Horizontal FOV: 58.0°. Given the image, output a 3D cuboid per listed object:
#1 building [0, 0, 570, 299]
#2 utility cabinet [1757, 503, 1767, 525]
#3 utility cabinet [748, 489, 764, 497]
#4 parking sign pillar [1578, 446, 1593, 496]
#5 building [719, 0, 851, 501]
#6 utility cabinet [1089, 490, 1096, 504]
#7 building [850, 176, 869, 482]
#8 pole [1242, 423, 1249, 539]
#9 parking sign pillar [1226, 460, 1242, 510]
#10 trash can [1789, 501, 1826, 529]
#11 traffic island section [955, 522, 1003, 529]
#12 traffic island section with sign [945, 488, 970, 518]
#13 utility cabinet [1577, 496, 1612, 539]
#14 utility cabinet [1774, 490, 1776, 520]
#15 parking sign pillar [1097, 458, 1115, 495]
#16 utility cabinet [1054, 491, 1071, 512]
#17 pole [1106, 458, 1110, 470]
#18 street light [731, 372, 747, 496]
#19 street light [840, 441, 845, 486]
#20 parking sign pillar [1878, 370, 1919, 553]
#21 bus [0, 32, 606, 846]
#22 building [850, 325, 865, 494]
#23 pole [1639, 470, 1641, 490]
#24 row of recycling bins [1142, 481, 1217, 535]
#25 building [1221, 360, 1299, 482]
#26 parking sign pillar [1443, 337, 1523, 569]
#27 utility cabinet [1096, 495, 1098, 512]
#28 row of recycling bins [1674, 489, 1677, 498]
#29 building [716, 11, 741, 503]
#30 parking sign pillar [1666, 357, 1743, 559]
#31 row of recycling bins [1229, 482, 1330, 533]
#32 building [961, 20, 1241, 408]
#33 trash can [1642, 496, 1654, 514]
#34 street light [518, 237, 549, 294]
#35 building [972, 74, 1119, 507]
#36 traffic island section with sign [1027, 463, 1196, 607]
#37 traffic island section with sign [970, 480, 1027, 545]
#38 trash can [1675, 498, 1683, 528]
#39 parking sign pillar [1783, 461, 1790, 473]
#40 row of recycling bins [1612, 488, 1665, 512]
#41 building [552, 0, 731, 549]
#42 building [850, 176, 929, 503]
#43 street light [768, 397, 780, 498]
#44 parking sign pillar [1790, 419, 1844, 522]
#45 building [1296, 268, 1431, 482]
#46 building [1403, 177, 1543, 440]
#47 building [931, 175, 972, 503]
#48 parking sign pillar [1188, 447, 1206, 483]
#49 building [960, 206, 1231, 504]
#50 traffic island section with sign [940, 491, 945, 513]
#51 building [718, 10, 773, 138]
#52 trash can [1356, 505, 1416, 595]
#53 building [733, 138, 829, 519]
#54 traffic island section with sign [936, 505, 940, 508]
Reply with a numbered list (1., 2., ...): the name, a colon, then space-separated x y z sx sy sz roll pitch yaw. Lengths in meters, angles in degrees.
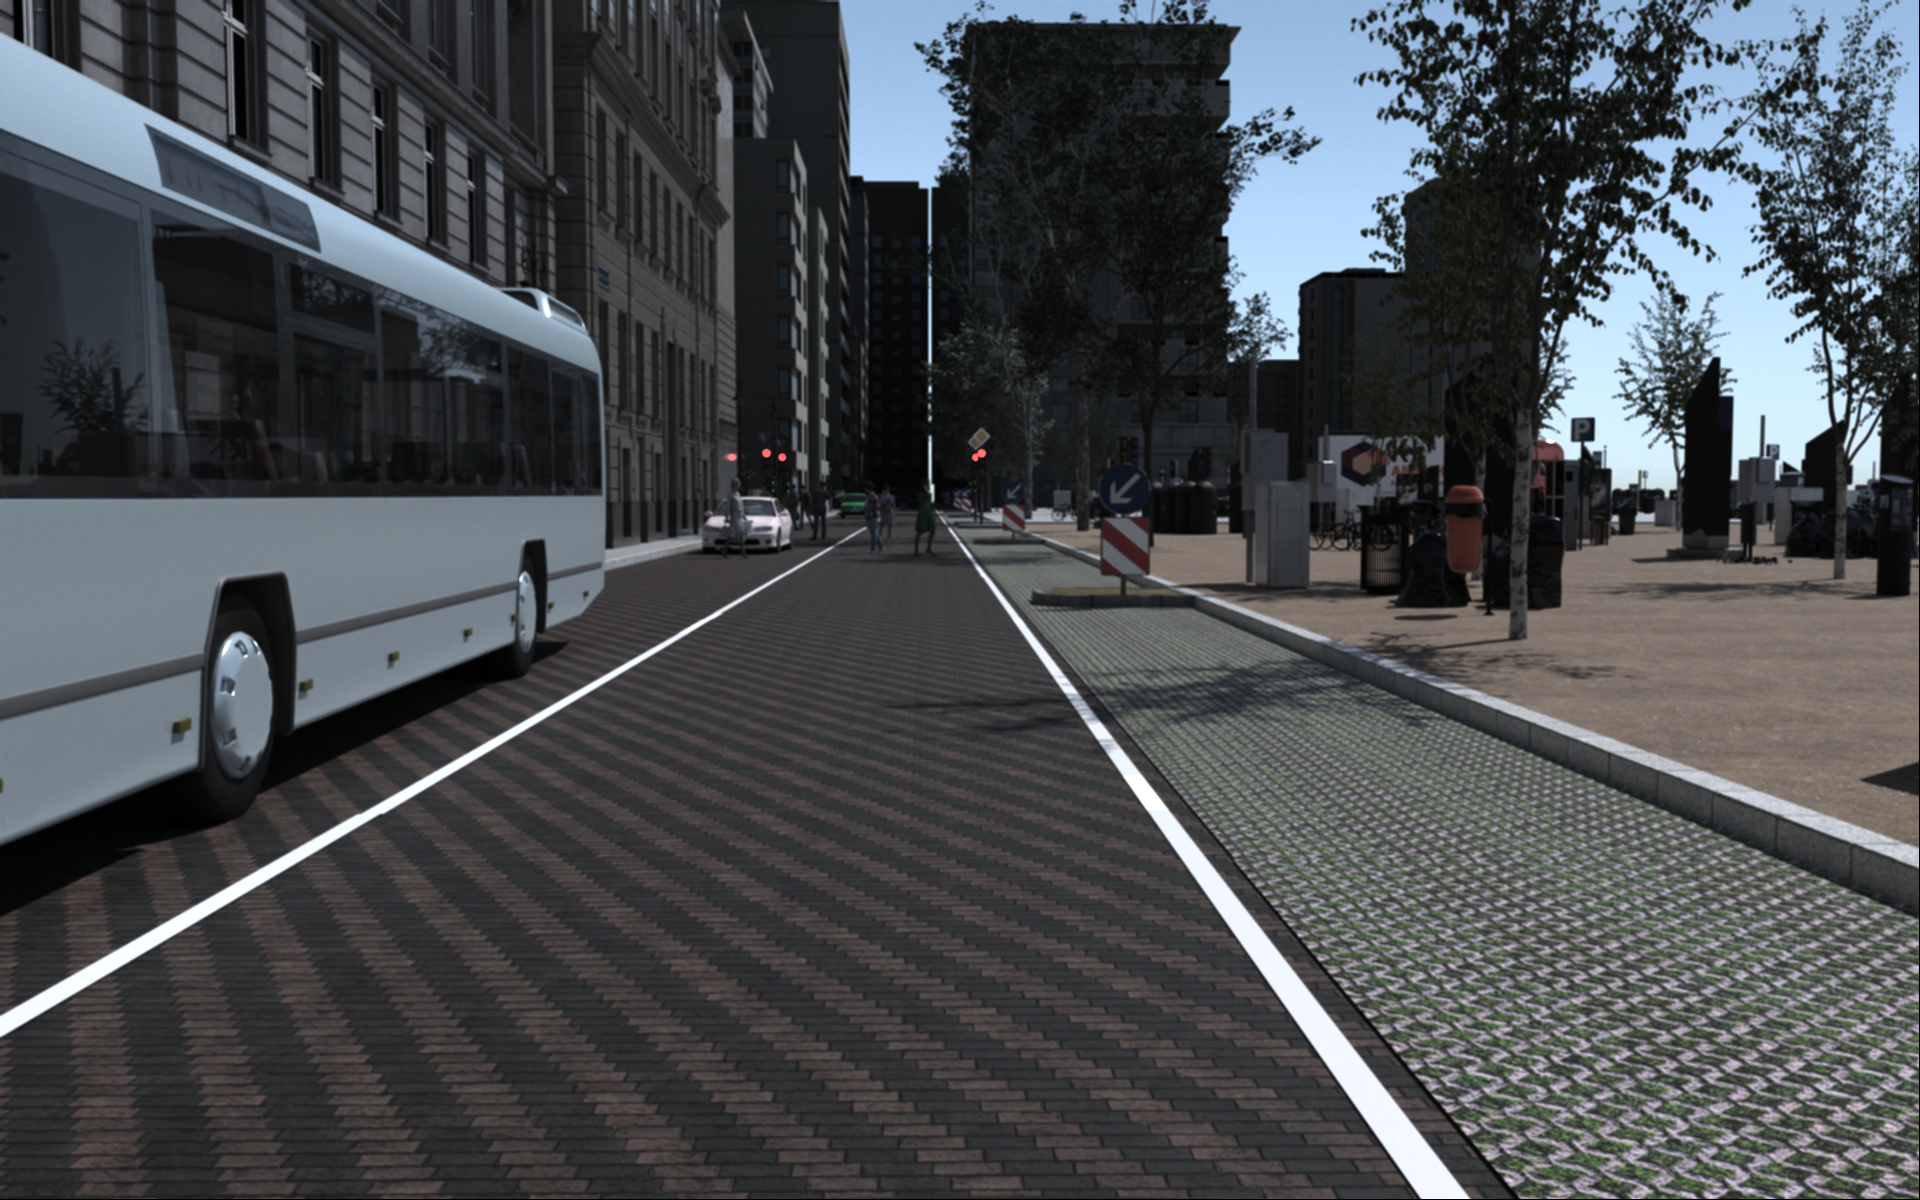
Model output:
1. building: -14.180 -11.186 24.689 13.314 21.916 24.055 0 4 -1
2. utility cabinet: 33.459 -3.776 72.905 0.306 1.237 1.020 -2 4 -23
3. utility cabinet: -9.477 -4.388 80.424 0.318 1.500 1.173 1 4 19
4. parking sign pillar: 34.919 -6.607 96.489 1.447 3.967 1.447 0 4 -6
5. building: -21.601 -33.127 165.332 21.300 48.544 21.600 0 4 -1
6. utility cabinet: 7.831 -6.010 106.947 1.173 1.500 0.318 3 4 39
7. building: -18.868 -33.052 224.000 14.086 41.232 14.154 0 4 -1
8. pole: 8.239 -3.428 49.892 0.158 3.312 0.155 0 3 0
9. parking sign pillar: 20.047 -8.396 125.743 1.447 3.967 1.447 1 4 22
10. trash can: 18.367 -1.586 37.584 0.748 1.137 0.748 0 3 0
11. traffic island section: 0.919 -3.080 72.637 2.009 0.180 2.903 0 4 -1
12. traffic island section with sign: 0.247 -5.907 105.214 1.989 1.847 2.006 0 4 -1
13. utility cabinet: 18.312 -2.384 50.139 0.306 1.237 1.020 -3 5 -43
14. utility cabinet: 40.515 -4.731 86.038 1.173 1.500 0.318 2 4 30
15. parking sign pillar: 10.701 -8.476 127.056 1.447 3.967 1.447 0 4 -7
16. utility cabinet: 7.109 -6.841 120.525 1.173 1.500 0.318 0 4 5
17. pole: 8.407 -6.389 98.302 0.158 3.312 0.155 0 3 0
18. street light: -8.351 -5.684 65.721 0.468 5.910 1.993 0 4 -1
19. street light: -10.035 -10.763 148.762 0.468 5.910 1.993 0 4 -1
20. parking sign pillar: 20.872 -3.058 38.464 1.447 3.967 1.447 1 4 11
21. bus: -4.489 -0.945 10.318 2.948 3.499 13.247 0 4 -2
22. building: -24.897 -21.178 191.297 27.650 21.520 28.899 0 4 -1
23. pole: 57.748 -9.377 147.156 0.158 3.312 0.155 0 3 0
24. row of recycling bins: 7.133 -3.011 56.347 1.069 1.692 3.534 -2 4 -29
25. building: 52.123 -25.037 254.400 28.899 21.520 27.650 0 4 -1
26. parking sign pillar: 9.140 -2.553 30.218 1.447 3.967 1.447 3 5 40
27. utility cabinet: 9.544 -6.720 121.033 1.020 1.237 0.306 -2 4 -35
28. row of recycling bins: 64.624 -8.918 152.927 3.534 1.692 1.069 1 4 13
29. building: -18.005 -13.293 66.484 18.267 20.994 9.793 0 4 -1
30. parking sign pillar: 15.013 -2.833 34.785 1.447 3.967 1.447 0 4 1
31. row of recycling bins: 10.648 -3.079 57.448 3.534 1.692 1.069 -1 4 -16
32. building: 14.700 -36.924 192.939 28.713 52.752 27.495 0 4 -1
33. trash can: 45.247 -6.253 113.886 0.748 1.137 0.748 0 3 0
34. street light: -7.676 -3.583 31.364 0.468 5.910 1.993 0 4 -1
35. building: 8.156 -29.896 172.400 14.154 41.232 14.086 0 4 -1
36. traffic island section with sign: 1.961 -0.860 22.686 1.989 1.847 2.006 0 4 -1
37. traffic island section with sign: 1.393 -2.508 49.635 1.989 1.847 2.006 0 4 -1
38. trash can: 27.783 -3.350 66.430 0.748 1.137 0.748 0 3 0
39. parking sign pillar: 67.573 -9.322 140.893 1.447 3.967 1.447 3 4 39
40. row of recycling bins: 48.354 -7.121 123.547 3.534 1.692 1.069 1 4 11
41. building: -13.935 -15.401 49.067 12.463 27.353 25.104 0 4 -1
42. building: -11.608 -36.482 246.597 14.200 45.320 14.600 0 4 -1
43. street light: -8.645 -6.597 80.646 0.468 5.910 1.993 0 4 -1
44. parking sign pillar: 31.164 -4.535 62.620 1.447 3.967 1.447 0 4 2
45. building: 52.306 -27.769 225.725 14.107 30.474 14.160 0 4 -1
46. building: 66.441 -33.175 225.998 14.086 41.232 14.154 0 4 -1
47. building: 3.074 -36.428 245.712 14.200 45.320 14.600 0 4 -1
48. parking sign pillar: 13.497 -6.781 99.335 1.447 3.967 1.447 -1 4 -16
49. building: 16.248 -32.243 219.055 32.217 40.220 23.993 0 4 -1
50. traffic island section with sign: -0.315 -7.576 132.488 1.989 1.847 2.006 0 4 -1
51. building: -27.891 -27.124 135.357 32.217 40.220 23.993 0 4 -1
52. trash can: 5.446 -0.644 22.189 0.748 1.137 0.748 0 3 0
53. building: -22.142 -15.504 98.537 27.650 21.520 28.899 0 4 -1
54. traffic island section with sign: -1.361 -10.651 182.779 1.989 1.847 2.006 0 4 -1
